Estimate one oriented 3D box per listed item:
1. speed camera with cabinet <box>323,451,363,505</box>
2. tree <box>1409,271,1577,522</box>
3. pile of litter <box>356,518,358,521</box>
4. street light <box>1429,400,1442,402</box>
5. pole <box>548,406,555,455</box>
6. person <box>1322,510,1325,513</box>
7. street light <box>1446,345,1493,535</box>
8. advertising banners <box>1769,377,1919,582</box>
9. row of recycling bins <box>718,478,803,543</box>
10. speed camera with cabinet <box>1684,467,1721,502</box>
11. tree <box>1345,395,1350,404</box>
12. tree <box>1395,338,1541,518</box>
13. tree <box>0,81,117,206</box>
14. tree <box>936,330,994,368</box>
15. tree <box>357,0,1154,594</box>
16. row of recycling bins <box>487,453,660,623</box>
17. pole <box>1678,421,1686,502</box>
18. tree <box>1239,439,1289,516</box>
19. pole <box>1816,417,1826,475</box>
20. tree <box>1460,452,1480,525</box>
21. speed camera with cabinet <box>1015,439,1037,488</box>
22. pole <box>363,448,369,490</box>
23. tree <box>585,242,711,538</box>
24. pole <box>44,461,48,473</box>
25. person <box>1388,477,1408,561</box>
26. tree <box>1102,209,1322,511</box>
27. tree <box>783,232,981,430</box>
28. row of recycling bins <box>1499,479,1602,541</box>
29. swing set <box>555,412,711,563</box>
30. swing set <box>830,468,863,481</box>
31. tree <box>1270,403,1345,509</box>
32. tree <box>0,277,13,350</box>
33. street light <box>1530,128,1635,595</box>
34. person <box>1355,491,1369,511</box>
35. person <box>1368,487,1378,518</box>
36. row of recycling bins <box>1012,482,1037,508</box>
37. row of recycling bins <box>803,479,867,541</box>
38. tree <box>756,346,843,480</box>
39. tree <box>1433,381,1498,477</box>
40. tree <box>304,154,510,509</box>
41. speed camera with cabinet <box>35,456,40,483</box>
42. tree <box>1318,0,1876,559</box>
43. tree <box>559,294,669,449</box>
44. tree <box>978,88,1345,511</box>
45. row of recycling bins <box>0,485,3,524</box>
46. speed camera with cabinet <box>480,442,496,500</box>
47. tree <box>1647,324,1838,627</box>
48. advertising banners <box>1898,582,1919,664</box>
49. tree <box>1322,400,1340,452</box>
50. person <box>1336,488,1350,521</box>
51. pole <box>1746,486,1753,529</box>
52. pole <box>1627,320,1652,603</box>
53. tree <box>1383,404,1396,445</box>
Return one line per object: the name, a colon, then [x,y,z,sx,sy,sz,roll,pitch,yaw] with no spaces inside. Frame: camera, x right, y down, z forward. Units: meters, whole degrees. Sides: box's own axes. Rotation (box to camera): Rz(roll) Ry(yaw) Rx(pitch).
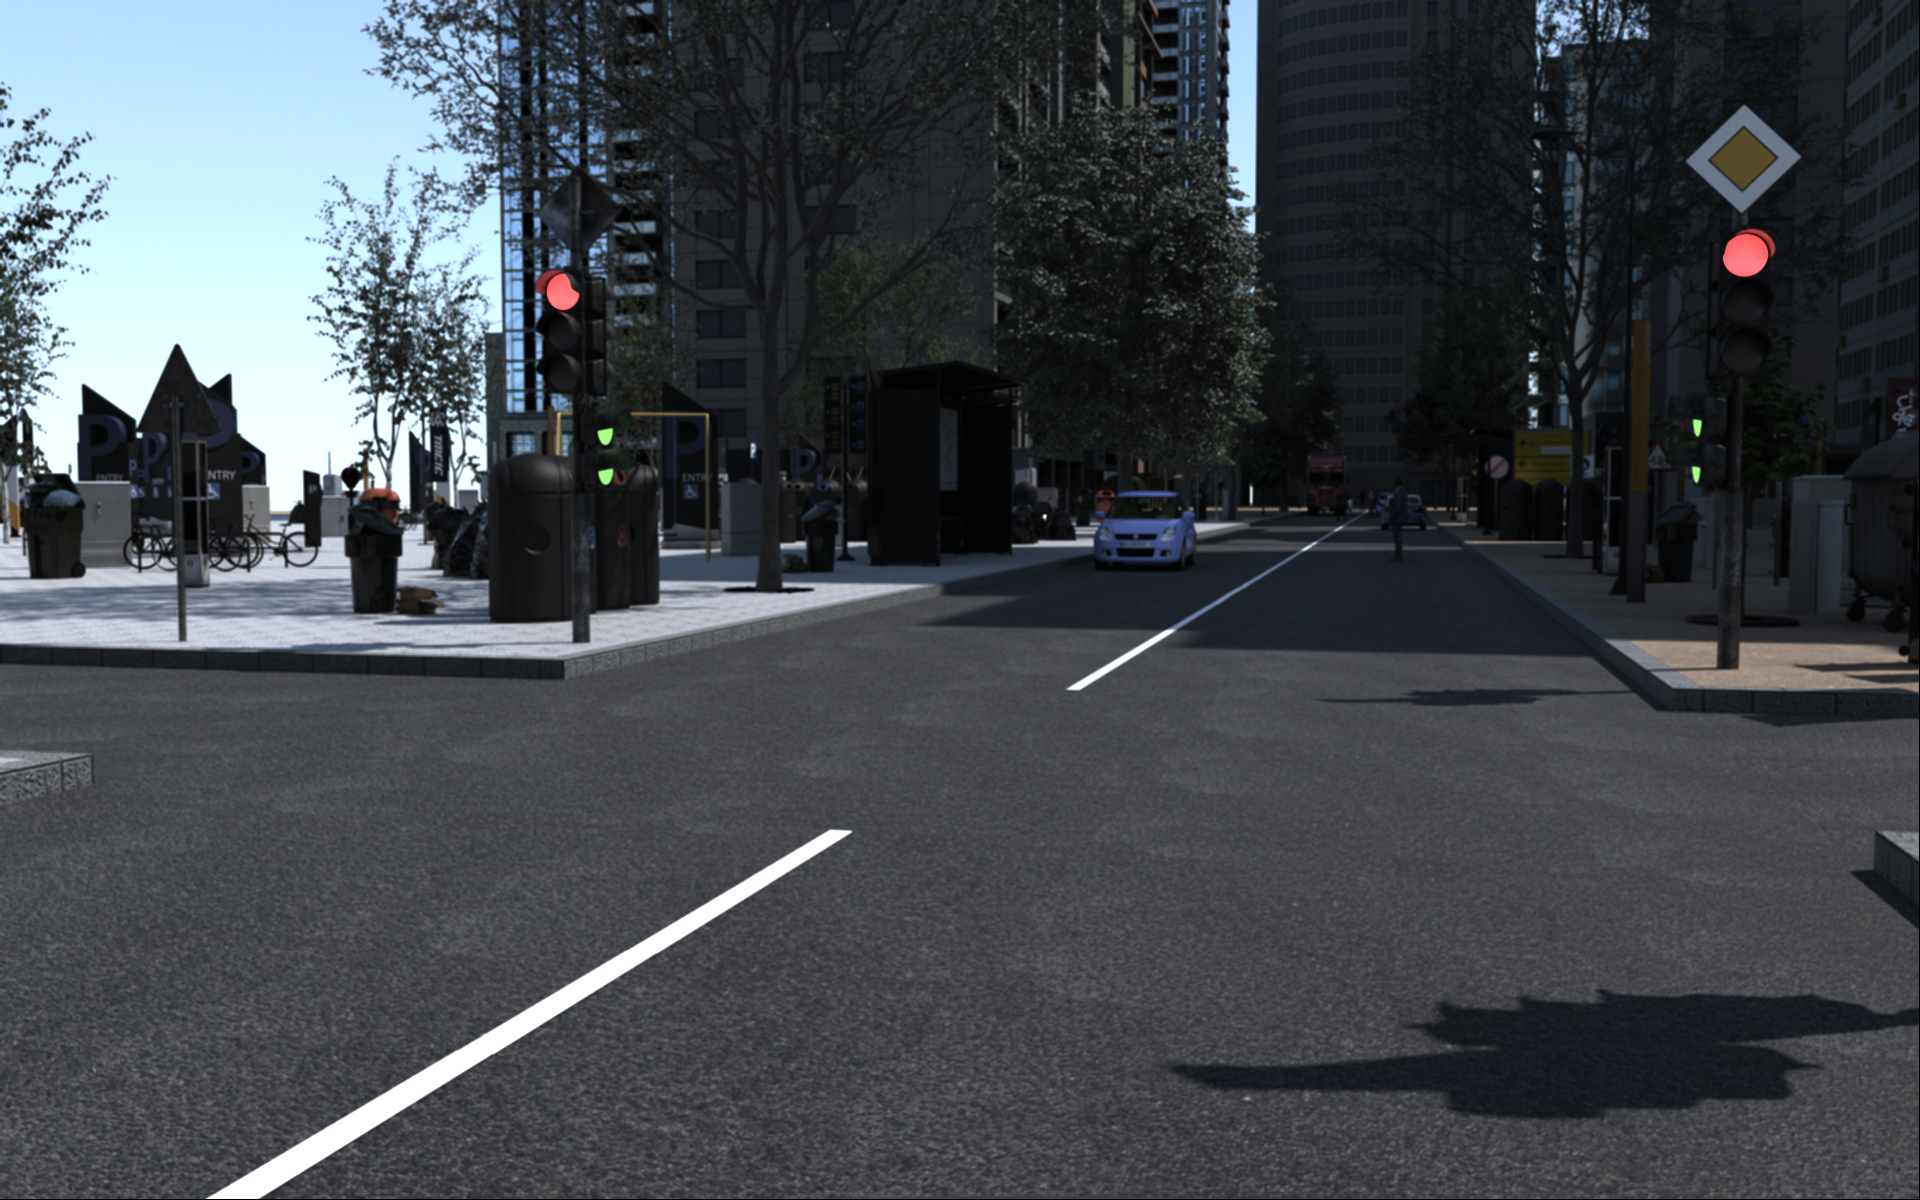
speed camera with cabinet: [-28.542,-5.262,80.372,2.038,3.252,0.660,1,4,19]
tree: [24.506,-9.428,79.900,9.928,11.665,9.643,0,3,0]
pile of litter: [-19.468,-2.578,56.111,1.176,0.858,1.719,1,4,16]
street light: [23.848,-6.912,85.549,1.470,5.913,1.316,1,4,14]
pole: [-9.514,-2.846,40.378,0.158,3.312,0.155,0,3,0]
person: [27.293,-7.432,130.021,0.705,1.824,1.348,1,4,22]
street light: [15.917,-4.978,53.934,1.470,5.913,1.316,1,4,14]
advertising banners: [13.462,-1.842,26.298,2.074,3.025,0.090,1,4,20]
row of recycling bins: [-5.974,-2.312,44.916,3.534,1.692,1.069,-2,4,-29]
speed camera with cabinet: [22.538,-3.550,52.375,0.660,3.252,2.038,3,5,43]
tree: [24.894,-13.835,132.853,9.857,13.997,8.962,0,3,0]
tree: [27.829,-9.746,93.751,7.601,10.594,8.767,1,4,16]
tree: [-13.896,-4.447,23.069,4.360,8.622,3.978,0,3,0]
tree: [-0.279,-7.777,77.522,4.737,8.622,4.395,0,3,0]
tree: [-2.402,-6.856,22.463,12.009,13.543,11.850,0,3,0]
row of recycling bins: [-4.185,-0.719,18.862,1.069,1.692,3.534,1,4,9]
pole: [20.297,-3.357,48.731,0.158,3.312,0.155,0,3,0]
tree: [17.832,-7.205,101.516,4.285,4.588,4.351,0,3,0]
pole: [22.711,-3.173,45.722,0.158,3.312,0.155,0,3,0]
tree: [21.397,-4.719,71.753,1.663,3.219,1.824,0,3,0]
speed camera with cabinet: [2.684,-4.178,62.641,0.660,3.252,2.038,2,4,29]
pole: [-26.461,-5.097,77.185,0.158,3.312,0.155,0,3,0]
tree: [-8.996,-6.096,50.032,4.360,8.622,3.978,0,3,0]
pole: [-55.821,-6.851,105.864,0.158,3.312,0.155,0,3,0]
person: [9.380,-1.737,37.082,0.419,1.800,0.721,1,4,19]
tree: [8.912,-9.253,69.420,7.486,12.596,7.792,0,3,0]
tree: [-3.101,-8.659,67.329,9.928,11.665,9.643,0,3,0]
row of recycling bins: [16.709,-2.489,47.809,3.534,1.692,1.069,0,4,-3]
swing set: [-6.415,-2.191,33.442,3.119,2.851,2.862,0,4,-8]
swing set: [-4.893,-4.967,78.829,2.862,2.851,3.119,1,4,23]
tree: [29.841,-13.241,150.899,8.767,10.594,7.601,3,4,39]
tree: [-22.716,-5.318,37.313,4.737,8.622,4.395,0,3,0]
street light: [7.933,-3.028,22.057,1.470,5.913,1.316,1,4,14]
person: [33.335,-8.199,143.374,1.217,1.723,0.721,1,4,21]
person: [24.611,-5.785,102.959,0.599,1.838,0.709,3,4,37]
row of recycling bins: [0.812,-3.092,57.669,3.534,1.692,1.069,0,4,0]
row of recycling bins: [-3.245,-2.463,47.391,3.534,1.692,1.069,1,4,20]
tree: [-8.120,-8.349,86.875,4.360,8.622,3.978,0,3,0]
tree: [31.249,-9.537,106.299,4.360,8.622,3.978,0,3,0]
tree: [-12.638,-5.398,38.615,4.360,8.622,3.978,0,3,0]
speed camera with cabinet: [-48.130,-5.882,90.514,0.660,3.252,2.038,-1,4,-12]
tree: [12.258,-7.567,34.086,12.009,13.543,11.850,0,3,0]
tree: [-12.571,-6.899,63.155,4.737,8.622,4.395,0,3,0]
tree: [5.052,-8.977,53.427,9.857,13.997,8.962,0,3,0]
row of recycling bins: [-41.904,-4.096,74.089,1.069,1.692,3.534,1,4,10]
speed camera with cabinet: [-17.693,-4.398,66.251,0.660,3.252,2.038,0,4,8]
tree: [7.625,-1.375,17.089,1.663,3.219,1.824,0,3,0]
advertising banners: [7.293,-0.978,12.170,0.090,3.025,2.074,0,4,-3]
tree: [32.143,-14.949,162.537,7.486,12.596,7.792,0,3,0]
person: [20.212,-5.048,91.478,0.683,1.767,0.568,0,4,2]
pole: [29.093,-4.276,63.751,0.158,3.312,0.155,0,3,0]
pole: [8.003,-1.624,20.400,0.158,3.312,0.155,0,3,0]
tree: [34.817,-11.572,123.611,8.767,10.594,7.601,-1,4,-11]
